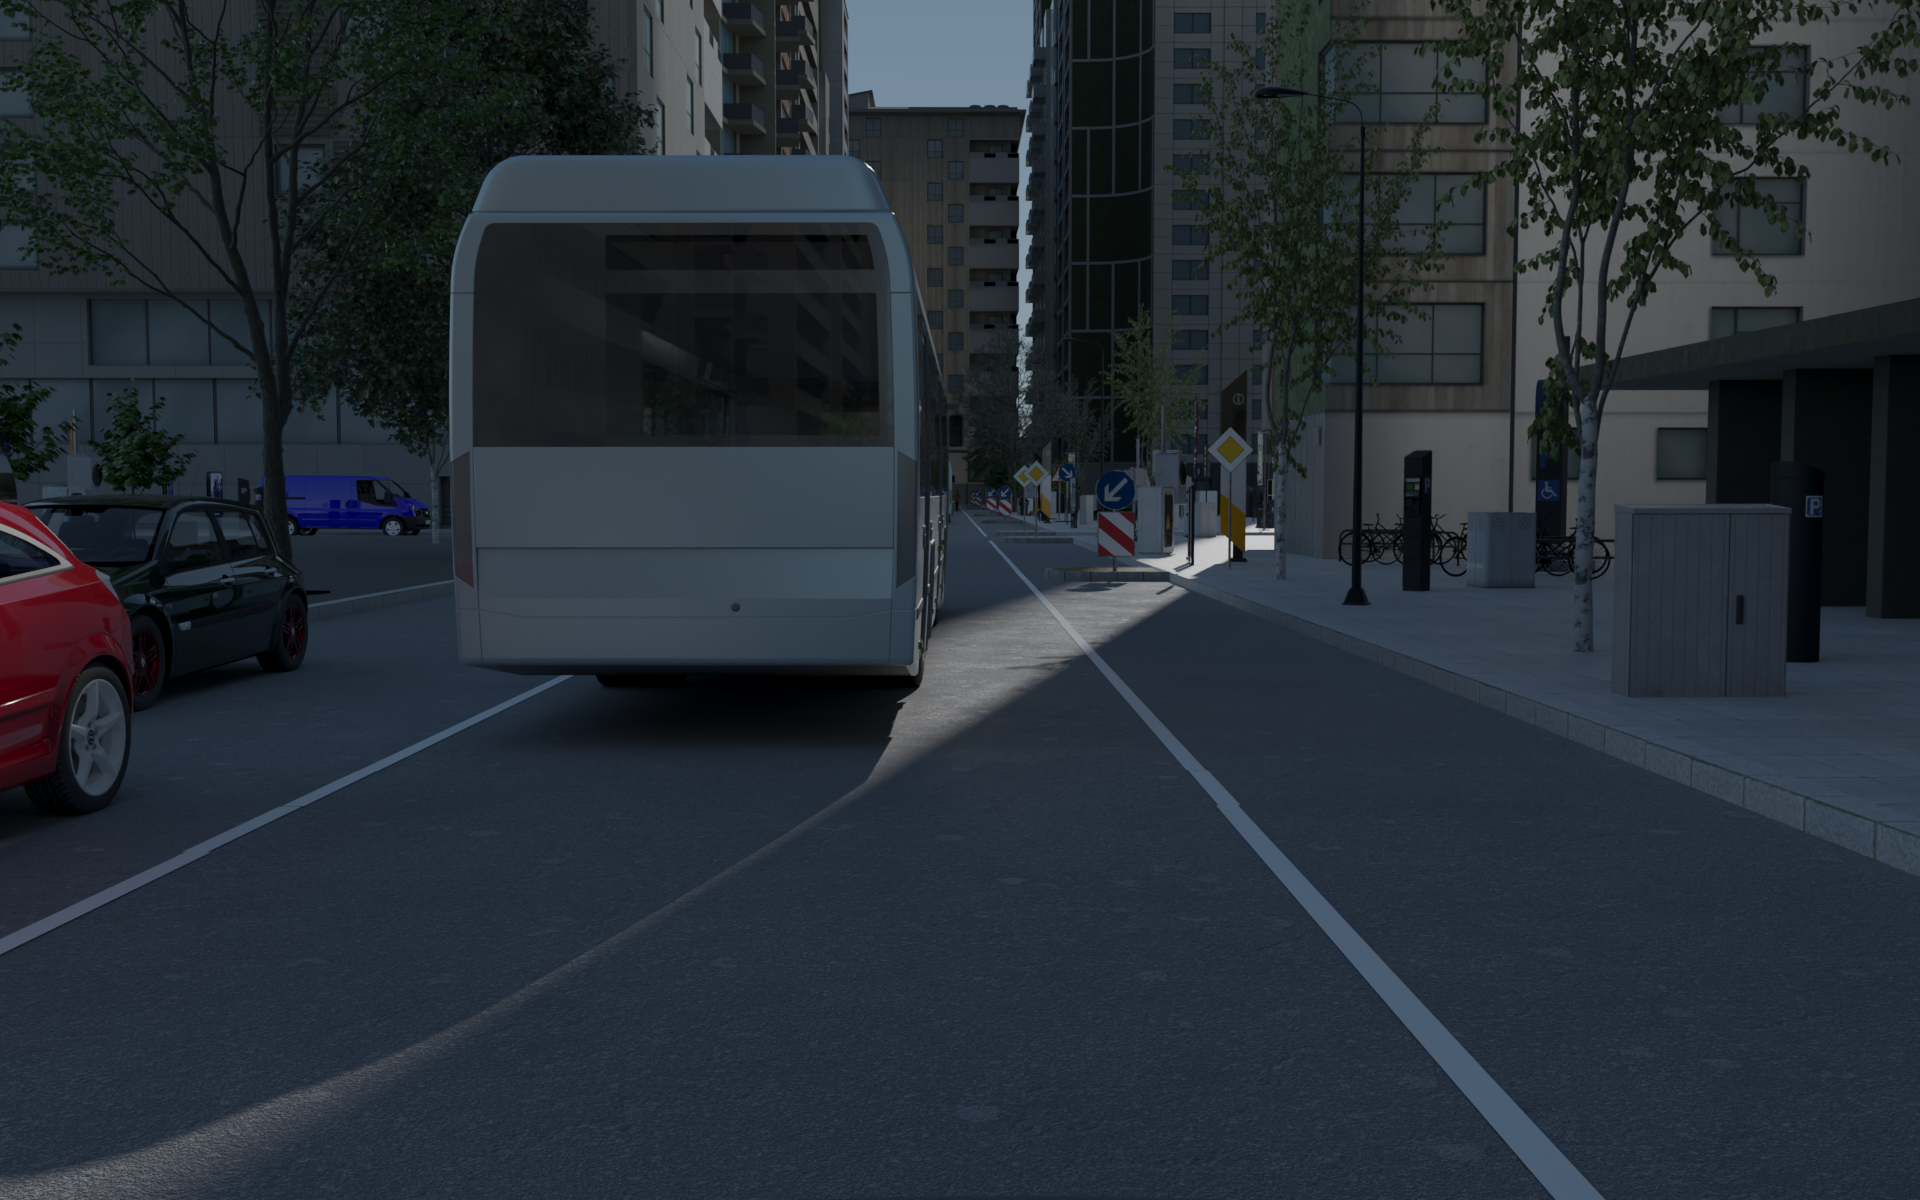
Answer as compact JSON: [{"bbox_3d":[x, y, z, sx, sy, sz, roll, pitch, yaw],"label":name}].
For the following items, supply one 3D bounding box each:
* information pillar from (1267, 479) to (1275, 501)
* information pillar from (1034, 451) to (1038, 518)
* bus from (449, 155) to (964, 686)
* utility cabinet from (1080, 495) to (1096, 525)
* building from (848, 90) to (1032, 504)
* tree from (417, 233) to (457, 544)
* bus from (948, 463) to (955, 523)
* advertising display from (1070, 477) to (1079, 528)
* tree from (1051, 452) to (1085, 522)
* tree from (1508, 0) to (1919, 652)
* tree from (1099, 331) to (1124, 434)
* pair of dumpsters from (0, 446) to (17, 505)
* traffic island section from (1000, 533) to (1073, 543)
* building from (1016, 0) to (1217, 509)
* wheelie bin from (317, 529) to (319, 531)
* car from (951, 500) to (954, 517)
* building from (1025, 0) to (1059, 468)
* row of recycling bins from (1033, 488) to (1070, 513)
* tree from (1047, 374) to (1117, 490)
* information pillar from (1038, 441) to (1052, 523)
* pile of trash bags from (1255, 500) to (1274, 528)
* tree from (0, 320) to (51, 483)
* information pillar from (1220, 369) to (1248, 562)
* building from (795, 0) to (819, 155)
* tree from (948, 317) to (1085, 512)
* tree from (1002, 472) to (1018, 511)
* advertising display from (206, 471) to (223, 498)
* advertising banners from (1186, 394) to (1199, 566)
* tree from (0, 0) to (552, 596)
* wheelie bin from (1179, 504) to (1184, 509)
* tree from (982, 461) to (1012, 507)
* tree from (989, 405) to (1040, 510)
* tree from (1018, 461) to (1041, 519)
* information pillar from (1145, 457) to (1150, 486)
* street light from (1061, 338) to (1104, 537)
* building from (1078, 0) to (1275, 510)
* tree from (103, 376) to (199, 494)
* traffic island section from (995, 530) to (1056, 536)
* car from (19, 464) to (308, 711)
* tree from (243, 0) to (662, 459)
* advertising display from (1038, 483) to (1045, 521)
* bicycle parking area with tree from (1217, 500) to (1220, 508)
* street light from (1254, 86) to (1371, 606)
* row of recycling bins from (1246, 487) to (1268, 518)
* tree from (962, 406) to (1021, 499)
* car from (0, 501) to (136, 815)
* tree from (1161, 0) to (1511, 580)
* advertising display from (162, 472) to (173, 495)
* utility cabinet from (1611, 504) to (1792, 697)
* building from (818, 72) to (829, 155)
[{"bbox_3d":[15.493,-4.994,86.145,0.304,2.012,0.304,3,5,41],"label":"information pillar"},{"bbox_3d":[4.290,-6.309,94.503,0.504,3.616,0.183,2,4,34],"label":"information pillar"},{"bbox_3d":[-1.462,-1.296,16.052,2.948,3.499,13.247,0,4,0],"label":"bus"},{"bbox_3d":[5.339,-3.790,73.127,0.306,1.237,1.020,1,4,22],"label":"utility cabinet"},{"bbox_3d":[-3.265,-39.475,234.657,27.495,52.752,28.713,0,4,0],"label":"building"},{"bbox_3d":[-13.349,-5.754,44.443,4.737,8.622,4.395,0,3,0],"label":"tree"},{"bbox_3d":[-1.701,-5.702,88.082,2.948,3.499,13.247,0,4,0],"label":"bus"},{"bbox_3d":[4.280,-3.656,64.993,0.123,1.923,0.974,-1,4,-9],"label":"advertising display"},{"bbox_3d":[4.946,-5.180,79.288,1.663,3.219,1.824,0,3,0],"label":"tree"},{"bbox_3d":[5.310,-3.887,13.918,4.737,8.622,4.395,0,3,0],"label":"tree"},{"bbox_3d":[7.578,-7.188,67.887,4.737,8.622,4.395,0,3,0],"label":"tree"},{"bbox_3d":[-8.400,-0.577,11.921,1.574,2.255,4.437,0,4,0],"label":"pair of dumpsters"},{"bbox_3d":[2.298,-1.803,51.756,2.009,0.180,2.903,0,4,0],"label":"traffic island section"},{"bbox_3d":[16.702,-46.328,195.717,20.563,71.187,20.611,0,4,0],"label":"building"},{"bbox_3d":[-22.697,-3.204,60.300,0.980,1.594,0.693,-1,4,-8],"label":"wheelie bin"},{"bbox_3d":[-1.395,-6.039,110.536,2.131,1.459,4.920,0,4,-2],"label":"car"},{"bbox_3d":[17.908,-33.719,170.915,23.786,49.044,30.456,0,4,0],"label":"building"},{"bbox_3d":[6.352,-6.669,116.145,3.534,1.692,1.069,2,4,35],"label":"row of recycling bins"},{"bbox_3d":[7.448,-9.578,106.968,4.360,8.622,3.978,0,3,0],"label":"tree"},{"bbox_3d":[3.779,-5.173,75.927,0.504,3.616,0.183,-2,4,-31],"label":"information pillar"},{"bbox_3d":[12.689,-3.457,66.280,1.912,1.369,3.447,2,4,32],"label":"pile of trash bags"},{"bbox_3d":[-9.351,-1.315,16.094,1.663,3.219,1.824,0,3,0],"label":"tree"},{"bbox_3d":[5.185,-2.531,32.729,0.504,3.616,0.183,1,4,18],"label":"information pillar"},{"bbox_3d":[-23.201,-31.871,144.795,21.300,48.544,21.600,0,4,0],"label":"building"},{"bbox_3d":[3.673,-12.883,121.014,12.009,13.543,11.850,0,3,0],"label":"tree"},{"bbox_3d":[4.095,-8.292,130.178,1.663,3.219,1.824,0,3,0],"label":"tree"},{"bbox_3d":[-21.291,-2.709,49.501,0.123,1.923,0.974,0,4,-4],"label":"advertising display"},{"bbox_3d":[4.192,-2.144,31.240,0.090,3.025,2.074,0,4,4],"label":"advertising banners"},{"bbox_3d":[-8.784,-5.880,21.893,9.928,11.665,9.643,0,3,0],"label":"tree"},{"bbox_3d":[13.906,-6.219,109.593,0.693,1.594,0.980,2,4,28],"label":"wheelie bin"},{"bbox_3d":[3.876,-11.591,173.219,4.285,4.588,4.351,0,3,0],"label":"tree"},{"bbox_3d":[4.266,-11.393,136.642,4.360,8.622,3.978,0,3,0],"label":"tree"},{"bbox_3d":[4.264,-5.696,87.723,1.663,3.219,1.824,0,3,0],"label":"tree"},{"bbox_3d":[11.975,-7.297,110.661,0.183,3.616,0.504,2,4,33],"label":"information pillar"},{"bbox_3d":[3.700,-4.838,51.638,1.470,5.913,1.316,0,4,0],"label":"street light"},{"bbox_3d":[16.818,-43.185,144.321,20.563,71.187,20.611,0,4,0],"label":"building"},{"bbox_3d":[-13.531,-2.061,28.301,1.663,3.219,1.824,0,3,0],"label":"tree"},{"bbox_3d":[2.243,-2.291,59.741,2.009,0.180,2.903,0,4,0],"label":"traffic island section"},{"bbox_3d":[-6.232,-0.175,12.640,2.009,1.686,4.222,0,3,0],"label":"car"},{"bbox_3d":[-9.523,-7.226,35.159,9.611,12.733,9.660,0,3,0],"label":"tree"},{"bbox_3d":[3.938,-4.663,81.453,0.123,1.923,0.974,2,4,29],"label":"advertising display"},{"bbox_3d":[20.810,-7.771,114.058,8.231,4.147,9.016,2,4,23],"label":"bicycle parking area with tree"},{"bbox_3d":[4.055,-2.897,19.915,1.470,5.913,1.316,0,4,0],"label":"street light"},{"bbox_3d":[16.714,-5.337,94.370,1.069,1.692,3.534,-3,5,-41],"label":"row of recycling bins"},{"bbox_3d":[4.018,-18.015,212.673,7.486,12.596,7.792,0,3,0],"label":"tree"},{"bbox_3d":[-4.739,0.166,6.330,2.155,1.783,4.494,0,4,-1],"label":"car"},{"bbox_3d":[5.062,-4.616,25.833,4.737,8.622,4.395,0,3,0],"label":"tree"},{"bbox_3d":[-20.036,-2.361,43.822,0.123,1.923,0.974,-1,4,-17],"label":"advertising display"},{"bbox_3d":[4.721,0.007,11.042,1.020,1.237,0.306,0,4,-3],"label":"utility cabinet"},{"bbox_3d":[-19.692,-29.312,162.852,14.154,41.232,14.086,0,4,0],"label":"building"}]
